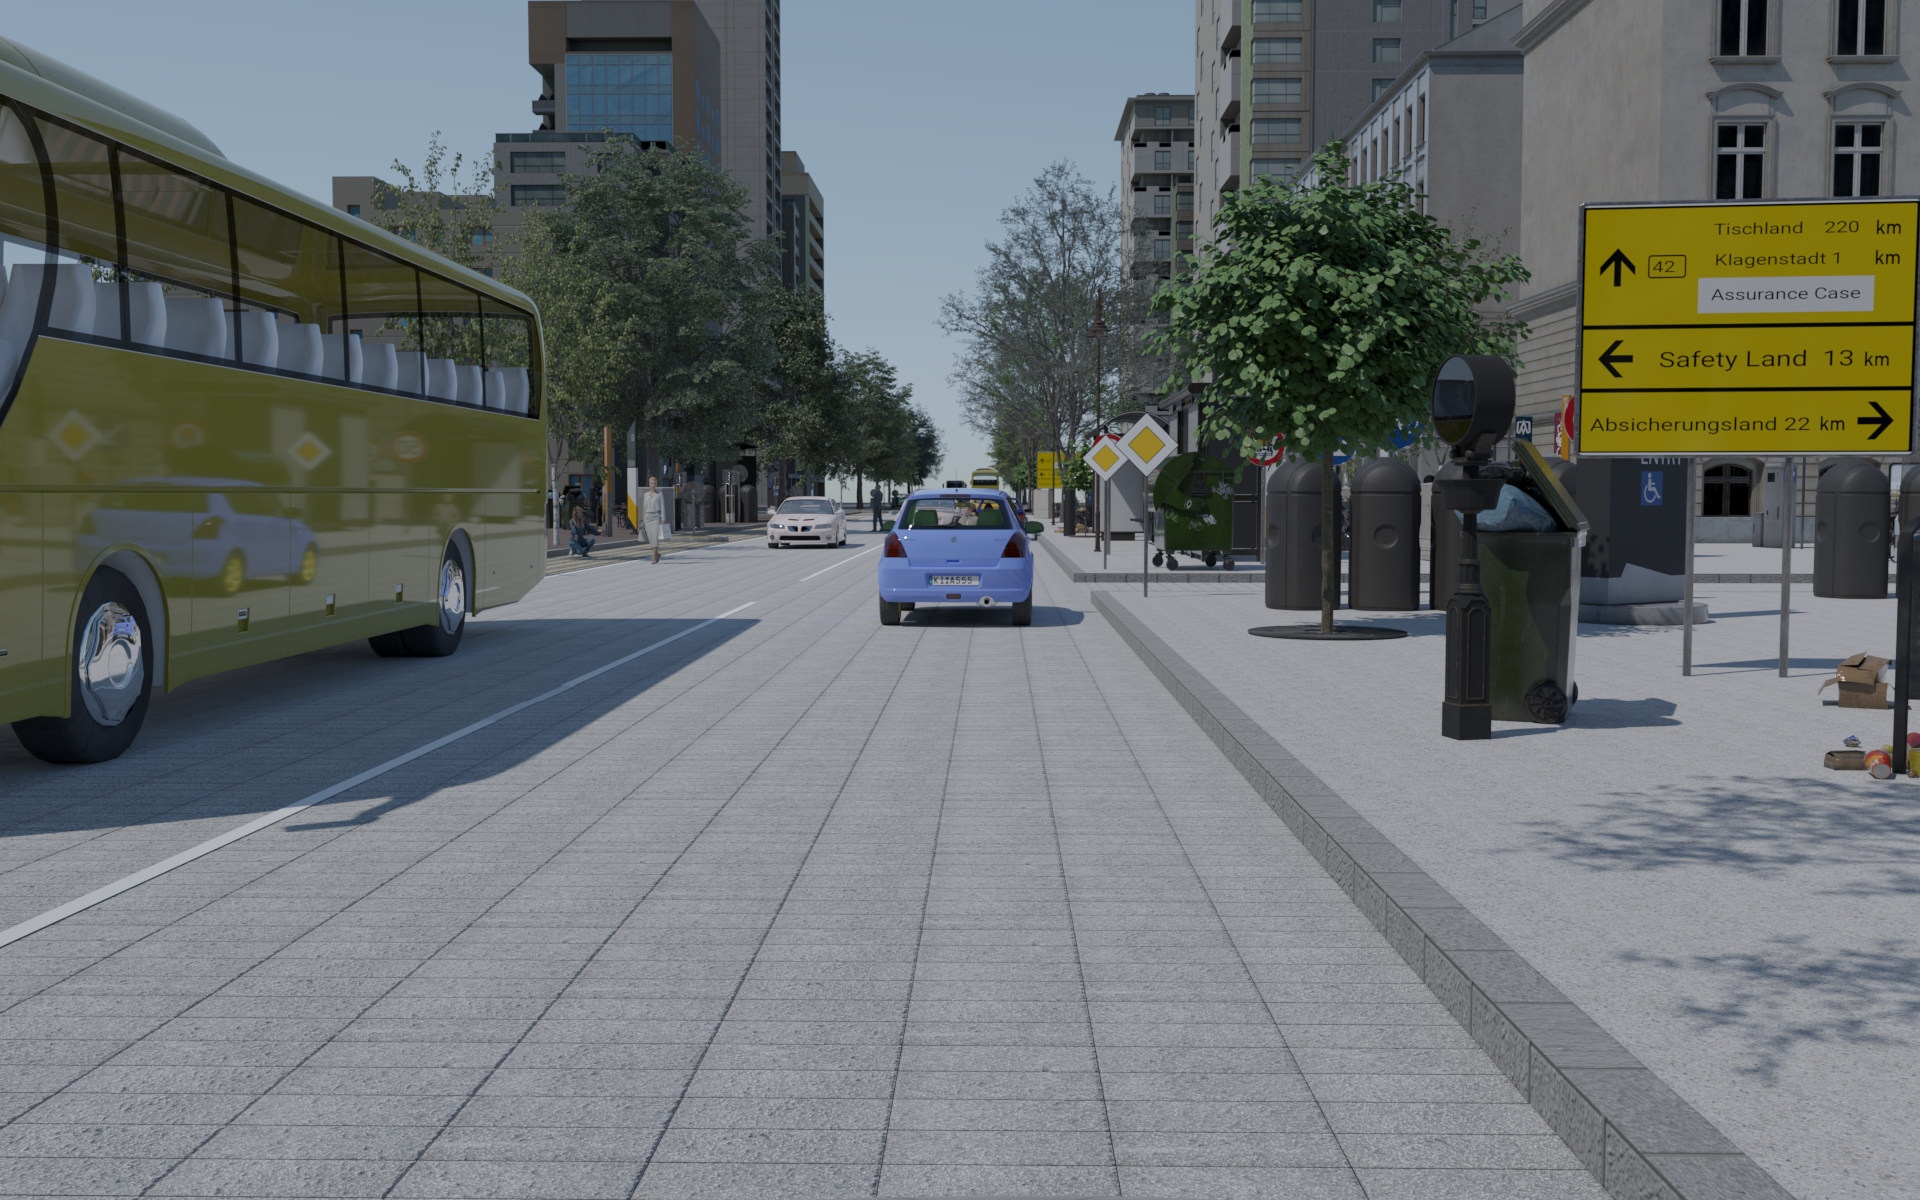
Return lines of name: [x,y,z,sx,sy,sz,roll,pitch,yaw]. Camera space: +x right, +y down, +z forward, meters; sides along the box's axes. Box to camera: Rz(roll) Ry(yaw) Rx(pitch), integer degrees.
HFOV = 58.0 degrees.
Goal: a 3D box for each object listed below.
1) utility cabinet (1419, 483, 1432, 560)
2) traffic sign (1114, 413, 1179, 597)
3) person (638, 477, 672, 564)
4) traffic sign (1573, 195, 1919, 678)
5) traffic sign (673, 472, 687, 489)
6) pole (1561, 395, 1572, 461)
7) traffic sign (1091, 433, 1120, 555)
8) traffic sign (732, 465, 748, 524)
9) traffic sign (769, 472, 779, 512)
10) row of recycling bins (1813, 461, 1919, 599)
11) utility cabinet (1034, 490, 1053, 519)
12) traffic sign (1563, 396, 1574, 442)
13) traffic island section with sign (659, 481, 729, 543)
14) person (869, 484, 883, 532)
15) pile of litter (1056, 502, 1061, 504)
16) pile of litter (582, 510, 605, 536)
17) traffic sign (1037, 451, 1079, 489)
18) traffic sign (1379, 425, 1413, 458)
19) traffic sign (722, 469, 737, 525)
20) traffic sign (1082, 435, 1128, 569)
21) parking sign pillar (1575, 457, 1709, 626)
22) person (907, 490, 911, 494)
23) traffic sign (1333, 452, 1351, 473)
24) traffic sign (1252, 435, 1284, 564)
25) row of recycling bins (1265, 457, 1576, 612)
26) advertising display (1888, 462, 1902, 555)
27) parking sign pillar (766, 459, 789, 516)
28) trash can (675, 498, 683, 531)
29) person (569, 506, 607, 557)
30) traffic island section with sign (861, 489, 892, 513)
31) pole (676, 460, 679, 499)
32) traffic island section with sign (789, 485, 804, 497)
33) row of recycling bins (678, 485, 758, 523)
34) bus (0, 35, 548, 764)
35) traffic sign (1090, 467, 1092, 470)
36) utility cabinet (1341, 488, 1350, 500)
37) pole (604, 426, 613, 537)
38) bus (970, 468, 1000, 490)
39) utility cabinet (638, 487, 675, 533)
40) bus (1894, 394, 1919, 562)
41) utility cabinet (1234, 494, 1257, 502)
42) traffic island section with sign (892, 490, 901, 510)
utility cabinet: [9.087,-1.501,33.227,0.318,1.500,1.173,0,4,-5]
traffic sign: [2.302,-1.088,21.438,0.795,2.450,0.064,0,4,1]
person: [-6.254,-1.638,35.630,0.694,1.780,0.624,2,4,31]
traffic sign: [5.441,-1.112,12.053,2.265,3.308,0.079,0,4,8]
traffic sign: [-12.716,-4.683,78.692,0.606,2.300,0.079,0,4,2]
pole: [12.487,-2.562,35.739,0.158,3.312,0.155,0,3,0]
traffic sign: [3.138,-2.226,36.495,0.768,2.556,0.104,1,4,11]
traffic sign: [-9.608,-4.598,75.289,0.768,2.556,0.104,0,4,2]
traffic sign: [-10.401,-5.975,97.800,0.768,2.556,0.104,1,4,10]
row of recycling bins: [12.317,-0.846,20.949,3.534,1.692,1.069,1,4,20]
utility cabinet: [4.319,-4.969,89.928,0.318,1.500,1.173,-3,4,-37]
traffic sign: [7.537,-1.251,20.566,0.768,2.556,0.104,1,4,9]
traffic island section with sign: [-7.987,-2.642,51.821,1.989,1.847,2.006,0,4,1]
person: [-3.196,-3.495,65.816,0.590,1.801,0.661,1,4,18]
pile of litter: [5.346,-4.845,93.173,1.719,0.858,1.176,1,4,19]
pile of litter: [-11.560,-2.464,54.253,1.176,0.858,1.719,0,4,-2]
traffic sign: [4.786,-5.432,82.685,2.265,3.308,0.079,0,4,6]
traffic sign: [5.058,-1.237,20.332,0.768,2.556,0.104,0,4,7]
traffic sign: [-9.482,-4.231,71.313,0.606,2.300,0.079,0,4,4]
traffic sign: [2.469,-1.577,29.422,0.795,2.450,0.064,0,4,1]
parking sign pillar: [6.812,-1.773,17.466,1.447,3.967,1.447,-2,4,-33]
person: [-5.126,-10.209,175.423,1.348,1.823,0.705,0,4,0]
traffic sign: [6.656,-1.880,30.852,0.768,2.556,0.104,0,4,7]
traffic sign: [5.525,-1.922,31.535,0.768,2.556,0.104,0,4,3]
row of recycling bins: [5.200,-0.743,19.260,3.534,1.692,1.069,0,4,3]
advertising display: [19.383,-1.833,35.178,0.974,1.923,0.123,1,4,21]
parking sign pillar: [-10.802,-6.989,102.736,1.447,3.967,1.447,2,4,30]
trash can: [-9.938,-2.946,59.825,0.748,1.137,0.748,0,3,0]
person: [-8.468,-1.540,39.172,0.738,1.151,1.012,3,5,44]
traffic island section with sign: [-6.367,-7.409,129.770,1.989,1.847,2.006,0,4,1]
pole: [-16.774,-6.675,102.972,0.158,3.312,0.155,0,3,0]
traffic island section with sign: [-7.424,-4.290,78.771,1.989,1.847,2.006,0,4,1]
row of recycling bins: [-10.791,-4.292,77.279,3.534,1.692,1.069,-1,4,-13]
bus: [-5.697,-1.278,12.444,2.896,3.916,12.252,0,4,0]
traffic sign: [3.948,-2.921,47.858,0.768,2.556,0.104,1,4,8]
utility cabinet: [13.051,-3.073,58.914,1.173,1.500,0.318,-1,4,-9]
pole: [-10.495,-3.538,51.682,0.158,3.312,0.155,0,3,0]
bus: [2.367,-10.553,164.087,2.896,3.916,12.252,0,4,1]
utility cabinet: [-9.825,-2.891,55.946,1.173,1.500,0.318,0,4,-4]
bus: [20.296,-1.881,25.617,13.247,3.499,2.948,0,4,3]
utility cabinet: [7.814,-2.423,48.294,1.173,1.500,0.318,2,4,28]
traffic island section with sign: [-5.808,-9.058,156.720,1.989,1.847,2.006,0,4,1]
